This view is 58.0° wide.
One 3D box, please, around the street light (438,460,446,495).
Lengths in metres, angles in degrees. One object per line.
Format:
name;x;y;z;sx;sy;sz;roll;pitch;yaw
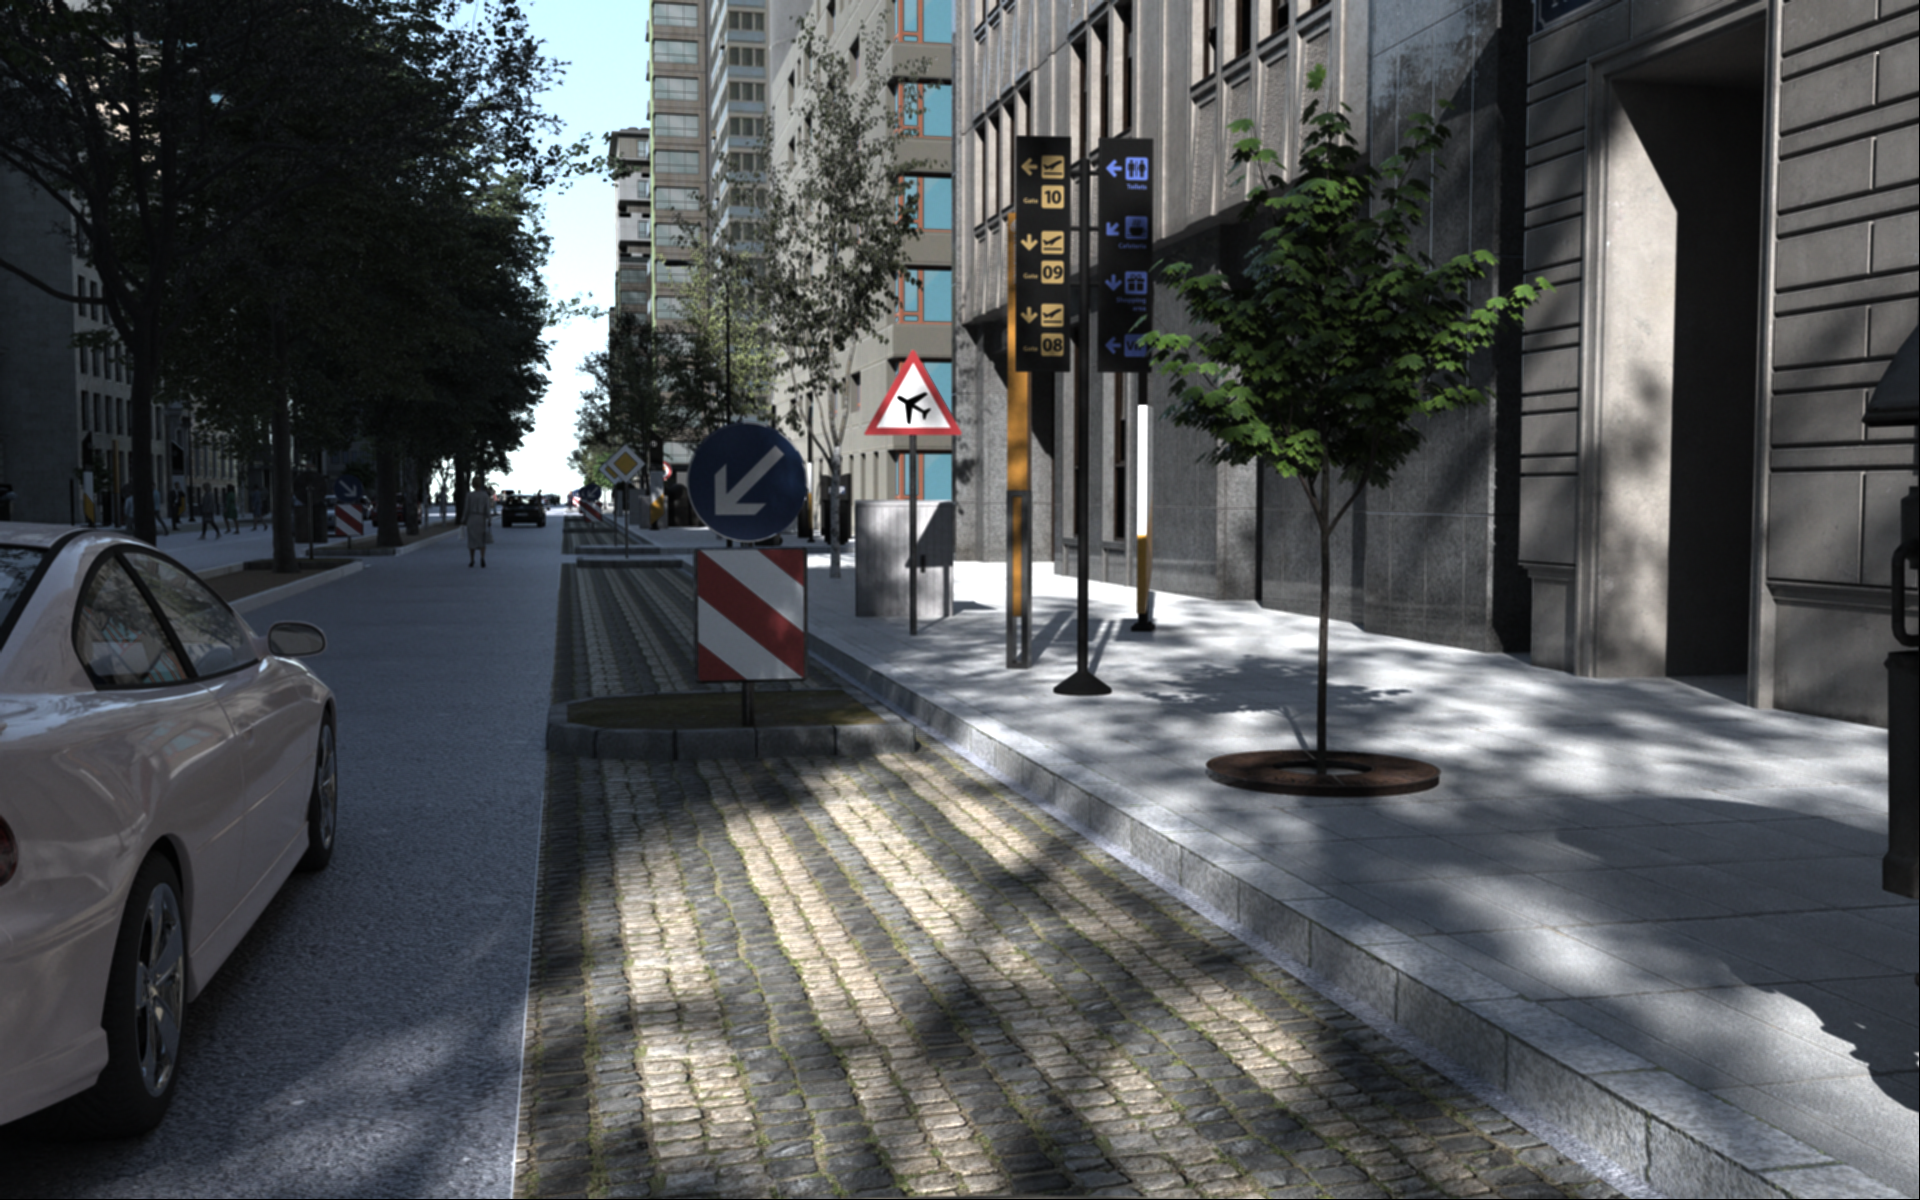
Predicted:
street light;-70.444;-16.104;235.842;1.470;5.913;1.316;-1;4;-13

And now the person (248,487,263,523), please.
person;-34.640;-4.687;85.233;0.694;1.812;0.767;0;4;-4

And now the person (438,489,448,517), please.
person;-32.863;-6.193;110.025;0.678;1.792;0.850;0;4;-2

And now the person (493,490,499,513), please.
person;-34.217;-7.249;127.734;0.721;1.743;1.217;-2;4;-29

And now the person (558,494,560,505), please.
person;-53.858;-13.514;232.717;0.557;1.426;1.065;-1;4;-10

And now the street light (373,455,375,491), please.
street light;-52.109;-11.195;155.585;1.470;5.913;1.316;-1;4;-13

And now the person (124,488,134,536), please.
person;-23.425;-2.371;49.076;0.589;1.601;0.330;-3;5;-42

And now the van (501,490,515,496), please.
van;-62.716;-14.435;240.399;2.240;2.365;5.245;-1;4;-11

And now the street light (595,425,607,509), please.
street light;-23.591;-8.743;115.492;1.470;5.913;1.316;-1;4;-13

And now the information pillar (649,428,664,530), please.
information pillar;-10.811;-4.300;61.657;0.504;3.616;0.183;-1;4;-10

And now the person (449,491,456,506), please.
person;-62.270;-12.533;213.371;1.348;1.831;0.705;-1;4;-23

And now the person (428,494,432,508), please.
person;-56.050;-10.464;182.778;0.628;1.438;0.799;-1;4;-9

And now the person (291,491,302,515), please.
person;-27.111;-3.797;70.673;0.616;1.811;0.778;-2;4;-28

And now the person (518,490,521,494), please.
person;-29.718;-6.584;116.965;1.217;1.723;0.721;0;4;2

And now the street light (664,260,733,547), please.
street light;-5.173;-3.797;34.629;1.470;5.913;1.316;-1;4;-13

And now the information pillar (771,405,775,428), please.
information pillar;-4.923;-3.325;45.724;0.183;3.616;0.504;-1;4;-11

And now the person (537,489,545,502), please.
person;-28.864;-6.752;119.351;0.568;1.767;0.683;-1;4;-12

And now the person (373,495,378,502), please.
person;-47.983;-8.121;141.968;0.721;1.739;1.217;1;4;8

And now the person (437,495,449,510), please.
person;-38.461;-7.316;128.944;1.217;1.723;0.721;2;4;29

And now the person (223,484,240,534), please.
person;-26.272;-3.282;62.410;0.529;1.795;0.600;0;4;-8

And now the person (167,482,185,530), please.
person;-30.885;-3.698;68.318;0.474;1.900;0.648;0;4;7

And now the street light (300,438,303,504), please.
street light;-42.594;-8.620;113.477;1.470;5.913;1.316;-1;4;-13

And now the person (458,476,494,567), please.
person;-9.488;-1.532;33.906;0.694;1.780;0.624;-1;4;-11

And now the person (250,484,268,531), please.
person;-27.496;-3.629;67.856;0.654;1.822;0.581;1;4;10

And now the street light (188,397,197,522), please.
street light;-35.014;-6.579;80.100;1.470;5.913;1.316;-1;4;-13

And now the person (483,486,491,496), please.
person;-26.151;-5.357;95.451;0.474;1.900;0.648;1;4;15

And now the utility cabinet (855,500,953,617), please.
utility cabinet;-0.590;-0.433;18.235;1.020;1.237;0.306;0;4;-5

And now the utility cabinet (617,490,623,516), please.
utility cabinet;-19.314;-5.488;98.403;0.318;1.500;1.173;-1;4;-13

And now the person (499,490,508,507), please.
person;-34.745;-7.528;132.368;0.721;1.735;1.217;3;4;37

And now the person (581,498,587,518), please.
person;-22.230;-5.733;102.474;0.600;1.795;0.529;1;4;14

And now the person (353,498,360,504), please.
person;-31.787;-5.042;91.107;0.590;1.801;0.661;-2;4;-29

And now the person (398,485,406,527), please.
person;-23.974;-4.072;74.984;0.656;1.842;0.836;-1;4;-23

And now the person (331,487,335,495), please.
person;-26.078;-3.850;72.206;0.466;1.731;0.760;1;4;16

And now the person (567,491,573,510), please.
person;-33.522;-8.532;148.909;0.541;1.710;0.530;-2;4;-34

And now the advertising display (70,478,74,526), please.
advertising display;-35.459;-3.912;69.172;0.123;1.923;0.974;-2;4;-27

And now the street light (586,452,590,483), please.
street light;-30.877;-10.718;147.783;1.470;5.913;1.316;-1;4;-13

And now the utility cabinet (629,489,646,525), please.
utility cabinet;-13.139;-3.869;71.931;1.173;1.500;0.318;0;4;0

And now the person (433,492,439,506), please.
person;-62.000;-11.998;205.391;1.217;1.736;0.721;1;4;17

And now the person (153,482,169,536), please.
person;-27.547;-3.118;59.339;0.748;1.841;0.638;0;4;7

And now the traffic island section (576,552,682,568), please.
traffic island section;-6.642;-0.756;34.645;2.009;0.180;2.903;-1;4;-13

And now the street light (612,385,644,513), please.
street light;-14.053;-6.189;73.725;1.470;5.913;1.316;-1;4;-13

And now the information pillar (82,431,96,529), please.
information pillar;-32.204;-4.442;63.989;0.183;3.616;0.504;0;4;7

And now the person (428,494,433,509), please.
person;-52.460;-9.767;171.442;1.065;1.426;0.557;-3;4;-36

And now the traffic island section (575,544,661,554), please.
traffic island section;-8.414;-1.232;42.432;2.009;0.180;2.903;-1;4;-13

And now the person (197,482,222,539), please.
person;-23.660;-2.808;54.596;0.728;1.800;0.709;-3;4;-39

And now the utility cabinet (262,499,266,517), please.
utility cabinet;-39.297;-5.421;97.314;0.318;1.500;1.173;-2;4;-35

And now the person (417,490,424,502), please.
person;-47.274;-8.738;151.396;1.348;1.821;0.705;1;4;14

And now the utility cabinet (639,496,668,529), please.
utility cabinet;-11.352;-3.242;64.169;1.020;1.237;0.306;-1;4;-22

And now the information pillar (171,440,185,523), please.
information pillar;-34.186;-5.160;75.724;0.504;3.616;0.183;0;4;-5

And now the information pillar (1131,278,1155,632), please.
information pillar;1.747;-1.527;16.314;0.183;3.616;0.504;1;4;13
